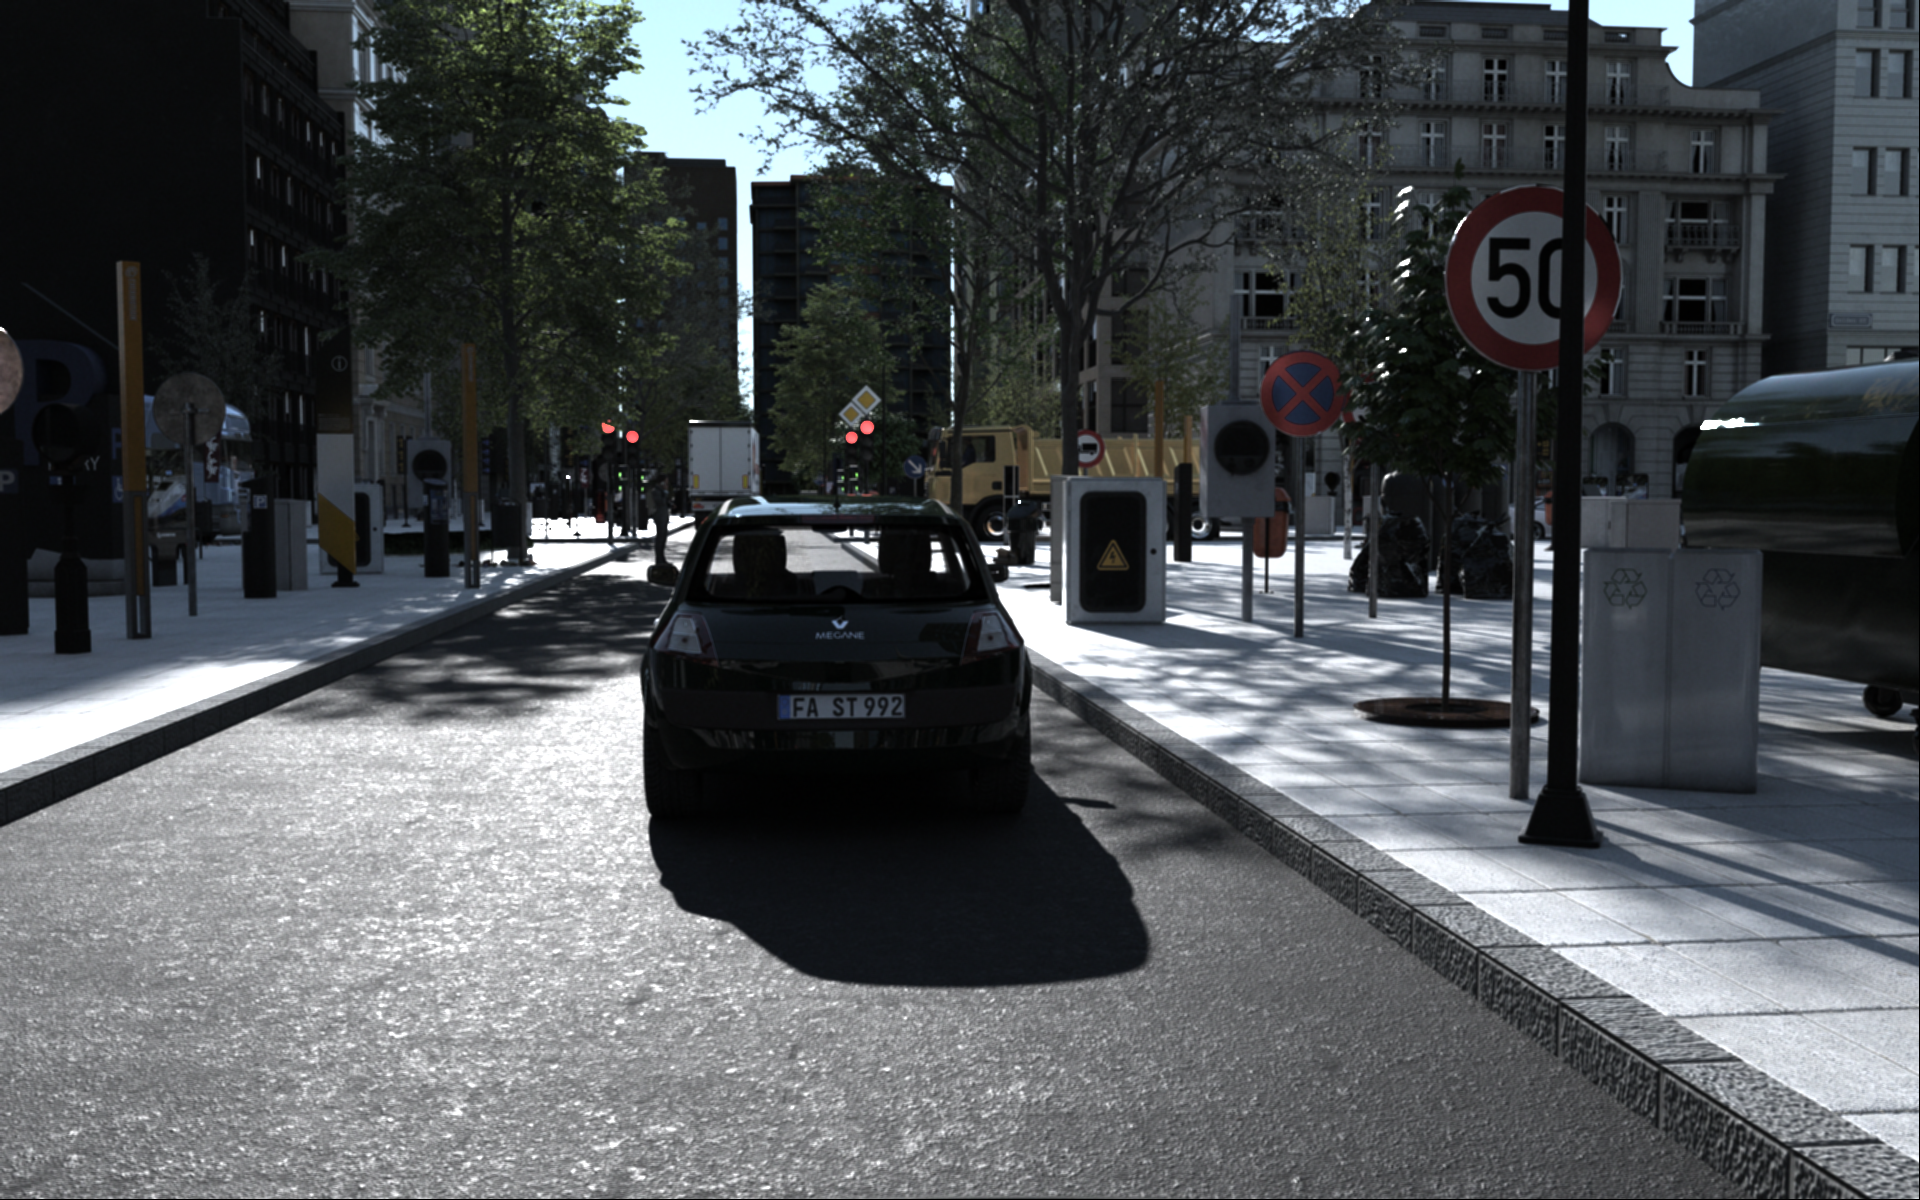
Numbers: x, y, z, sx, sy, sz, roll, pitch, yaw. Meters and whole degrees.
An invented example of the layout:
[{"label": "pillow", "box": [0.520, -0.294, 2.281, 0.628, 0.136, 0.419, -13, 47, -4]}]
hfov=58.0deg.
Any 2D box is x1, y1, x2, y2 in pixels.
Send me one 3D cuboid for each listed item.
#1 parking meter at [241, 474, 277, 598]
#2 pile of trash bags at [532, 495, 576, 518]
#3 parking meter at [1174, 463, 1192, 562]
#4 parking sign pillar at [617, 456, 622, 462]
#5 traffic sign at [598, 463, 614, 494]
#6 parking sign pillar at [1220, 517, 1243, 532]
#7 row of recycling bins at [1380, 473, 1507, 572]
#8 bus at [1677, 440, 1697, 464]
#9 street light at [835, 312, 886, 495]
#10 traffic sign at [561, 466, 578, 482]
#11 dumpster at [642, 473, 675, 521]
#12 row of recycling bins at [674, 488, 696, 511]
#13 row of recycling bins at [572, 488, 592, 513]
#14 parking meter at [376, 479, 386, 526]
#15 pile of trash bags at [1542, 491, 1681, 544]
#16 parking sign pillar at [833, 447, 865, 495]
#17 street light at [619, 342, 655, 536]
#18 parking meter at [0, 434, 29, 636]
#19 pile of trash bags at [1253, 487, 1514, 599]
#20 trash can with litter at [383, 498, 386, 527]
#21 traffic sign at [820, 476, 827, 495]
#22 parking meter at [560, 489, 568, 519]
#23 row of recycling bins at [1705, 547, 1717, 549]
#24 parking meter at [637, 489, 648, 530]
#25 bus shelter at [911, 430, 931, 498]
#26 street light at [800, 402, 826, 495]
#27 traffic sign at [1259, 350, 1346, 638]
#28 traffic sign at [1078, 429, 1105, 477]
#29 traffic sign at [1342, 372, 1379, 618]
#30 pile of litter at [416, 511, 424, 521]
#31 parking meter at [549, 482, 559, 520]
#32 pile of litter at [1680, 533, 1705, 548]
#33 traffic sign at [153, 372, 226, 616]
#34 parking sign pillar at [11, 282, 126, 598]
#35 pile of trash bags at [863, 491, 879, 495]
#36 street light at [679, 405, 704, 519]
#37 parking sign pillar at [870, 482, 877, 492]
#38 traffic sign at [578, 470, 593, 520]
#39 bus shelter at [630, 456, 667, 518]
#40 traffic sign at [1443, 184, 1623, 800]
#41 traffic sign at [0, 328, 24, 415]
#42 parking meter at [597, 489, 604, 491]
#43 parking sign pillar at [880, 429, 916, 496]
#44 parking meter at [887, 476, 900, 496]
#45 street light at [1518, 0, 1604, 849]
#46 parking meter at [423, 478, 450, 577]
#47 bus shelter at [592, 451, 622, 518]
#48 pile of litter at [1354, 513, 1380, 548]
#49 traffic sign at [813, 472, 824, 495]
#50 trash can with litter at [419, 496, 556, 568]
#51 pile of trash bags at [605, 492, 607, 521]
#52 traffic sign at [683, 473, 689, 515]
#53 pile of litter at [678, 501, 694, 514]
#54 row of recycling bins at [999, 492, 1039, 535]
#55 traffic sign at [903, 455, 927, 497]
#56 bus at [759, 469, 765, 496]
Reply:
[{"label": "parking meter", "box": [-8.676, -0.796, 21.432, 0.372, 1.533, 0.369, 0, 3, 0]}, {"label": "pile of trash bags", "box": [-22.116, -5.007, 91.618, 3.447, 1.369, 1.912, -2, 4, -26]}, {"label": "parking meter", "box": [4.231, -1.662, 32.882, 0.255, 1.863, 0.399, -1, 4, -11]}, {"label": "parking sign pillar", "box": [-21.396, -7.239, 106.833, 1.447, 3.967, 1.447, 0, 4, -8]}, {"label": "traffic sign", "box": [-14.364, -4.318, 70.704, 0.768, 2.556, 0.104, 0, 4, -5]}, {"label": "parking sign pillar", "box": [9.552, -4.338, 59.395, 1.447, 3.967, 1.447, 3, 4, 36]}, {"label": "row of recycling bins", "box": [8.281, -1.382, 29.709, 1.069, 1.692, 3.534, 3, 5, 43]}, {"label": "bus", "box": [28.148, -3.718, 52.331, 12.252, 3.916, 2.896, 0, 4, -8]}, {"label": "street light", "box": [-2.493, -4.395, 44.399, 1.470, 5.913, 1.316, 0, 4, -6]}, {"label": "traffic sign", "box": [-16.870, -4.568, 74.788, 0.768, 2.556, 0.104, 0, 4, -2]}, {"label": "dumpster", "box": [-13.852, -4.694, 79.242, 1.502, 2.255, 1.985, 0, 4, -6]}, {"label": "row of recycling bins", "box": [-19.715, -7.142, 123.888, 1.069, 1.692, 3.534, -2, 4, -31]}, {"label": "row of recycling bins", "box": [-25.002, -6.651, 115.861, 1.069, 1.692, 3.534, 1, 4, 20]}, {"label": "parking meter", "box": [-23.188, -3.893, 69.368, 0.255, 1.863, 0.399, -2, 4, -33]}, {"label": "pile of trash bags", "box": [17.253, -2.213, 45.930, 3.447, 1.369, 1.912, 1, 4, 15]}, {"label": "parking sign pillar", "box": [-5.513, -5.703, 81.710, 1.447, 3.967, 1.447, -2, 4, -31]}, {"label": "street light", "box": [-9.664, -4.892, 52.521, 1.470, 5.913, 1.316, 0, 4, -6]}, {"label": "parking meter", "box": [-8.724, -0.615, 15.770, 0.255, 1.863, 0.399, 3, 4, 36]}, {"label": "pile of trash bags", "box": [5.385, -0.763, 22.227, 3.447, 1.369, 1.912, 1, 4, 16]}, {"label": "trash can with litter", "box": [-22.322, -3.321, 65.692, 1.055, 1.170, 0.624, 0, 4, 2]}, {"label": "traffic sign", "box": [-9.019, -6.979, 114.213, 0.768, 2.556, 0.104, 0, 4, 1]}, {"label": "parking meter", "box": [-20.135, -4.890, 88.369, 0.372, 1.533, 0.369, 0, 3, 0]}, {"label": "row of recycling bins", "box": [8.596, -0.520, 15.621, 3.534, 1.692, 1.069, 2, 4, 34]}, {"label": "parking meter", "box": [-11.461, -3.312, 62.563, 0.372, 1.533, 0.369, 0, 3, 0]}, {"label": "bus shelter", "box": [-1.020, -4.581, 66.187, 1.731, 3.624, 6.357, 0, 4, -6]}, {"label": "street light", "box": [-7.370, -7.029, 87.473, 1.470, 5.913, 1.316, 0, 4, -6]}, {"label": "traffic sign", "box": [3.036, -0.938, 15.439, 0.768, 2.556, 0.104, 0, 4, 0]}, {"label": "traffic sign", "box": [2.465, -2.073, 34.005, 0.768, 2.556, 0.104, 0, 4, -4]}, {"label": "traffic sign", "box": [4.282, -1.088, 17.890, 0.768, 2.556, 0.104, 0, 4, -6]}, {"label": "pile of litter", "box": [-25.297, -4.225, 83.048, 1.719, 0.858, 1.176, -2, 4, -31]}, {"label": "parking meter", "box": [-20.214, -4.928, 86.283, 0.399, 1.863, 0.255, -3, 4, -39]}, {"label": "pile of litter", "box": [10.138, -0.638, 24.397, 1.719, 0.858, 1.176, -1, 4, -13]}, {"label": "traffic sign", "box": [-8.084, -1.105, 18.177, 0.768, 2.556, 0.104, 0, 4, 0]}, {"label": "parking sign pillar", "box": [-11.310, -2.051, 22.011, 1.447, 3.967, 1.447, 0, 4, 5]}, {"label": "pile of trash bags", "box": [-1.653, -2.749, 54.702, 3.447, 1.369, 1.912, -3, 5, -39]}, {"label": "street light", "box": [-14.027, -7.227, 90.694, 1.470, 5.913, 1.316, 0, 4, -6]}, {"label": "parking sign pillar", "box": [-4.884, -6.725, 98.431, 1.447, 3.967, 1.447, -3, 5, -40]}, {"label": "traffic sign", "box": [-18.796, -5.312, 86.957, 0.768, 2.556, 0.104, 0, 4, 0]}, {"label": "bus shelter", "box": [-17.259, -6.199, 95.272, 2.014, 3.302, 5.546, 0, 4, -7]}, {"label": "traffic sign", "box": [2.359, -0.436, 7.231, 0.768, 2.556, 0.104, 0, 4, -6]}, {"label": "traffic sign", "box": [-7.128, -0.756, 12.468, 0.768, 2.556, 0.104, 0, 4, -4]}, {"label": "parking meter", "box": [-19.434, -5.218, 93.722, 0.372, 1.533, 0.369, 0, 3, 0]}, {"label": "parking sign pillar", "box": [-2.347, -5.061, 71.212, 1.447, 3.967, 1.447, 2, 4, 24]}, {"label": "parking meter", "box": [-2.177, -3.119, 56.705, 0.399, 1.863, 0.255, 1, 4, 9]}, {"label": "street light", "box": [1.696, -2.059, 6.205, 1.470, 5.913, 1.316, 0, 4, -6]}, {"label": "parking meter", "box": [-8.106, -1.125, 26.807, 0.372, 1.533, 0.369, 0, 3, 0]}, {"label": "bus shelter", "box": [-19.616, -6.517, 97.828, 1.731, 3.624, 6.357, 0, 4, -6]}, {"label": "pile of litter", "box": [10.021, -1.662, 41.137, 1.176, 0.858, 1.719, 0, 4, -4]}, {"label": "traffic sign", "box": [-7.991, -6.019, 98.513, 0.768, 2.556, 0.104, 0, 4, -5]}, {"label": "trash can with litter", "box": [-8.485, -1.215, 30.921, 2.233, 1.210, 1.678, 0, 4, -8]}, {"label": "pile of trash bags", "box": [-16.458, -4.438, 82.316, 1.912, 1.369, 3.447, 0, 4, 6]}, {"label": "traffic sign", "box": [-16.655, -6.389, 104.558, 0.768, 2.556, 0.104, 0, 4, -6]}, {"label": "pile of litter", "box": [-17.770, -5.996, 111.995, 1.176, 0.858, 1.719, -1, 4, -9]}, {"label": "row of recycling bins", "box": [1.805, -2.958, 55.472, 1.069, 1.692, 3.534, -1, 4, -11]}, {"label": "traffic sign", "box": [-1.467, -3.457, 56.621, 0.768, 2.556, 0.104, 0, 4, 0]}, {"label": "bus", "box": [-18.607, -9.821, 152.116, 2.896, 3.916, 12.252, 0, 4, -6]}]
